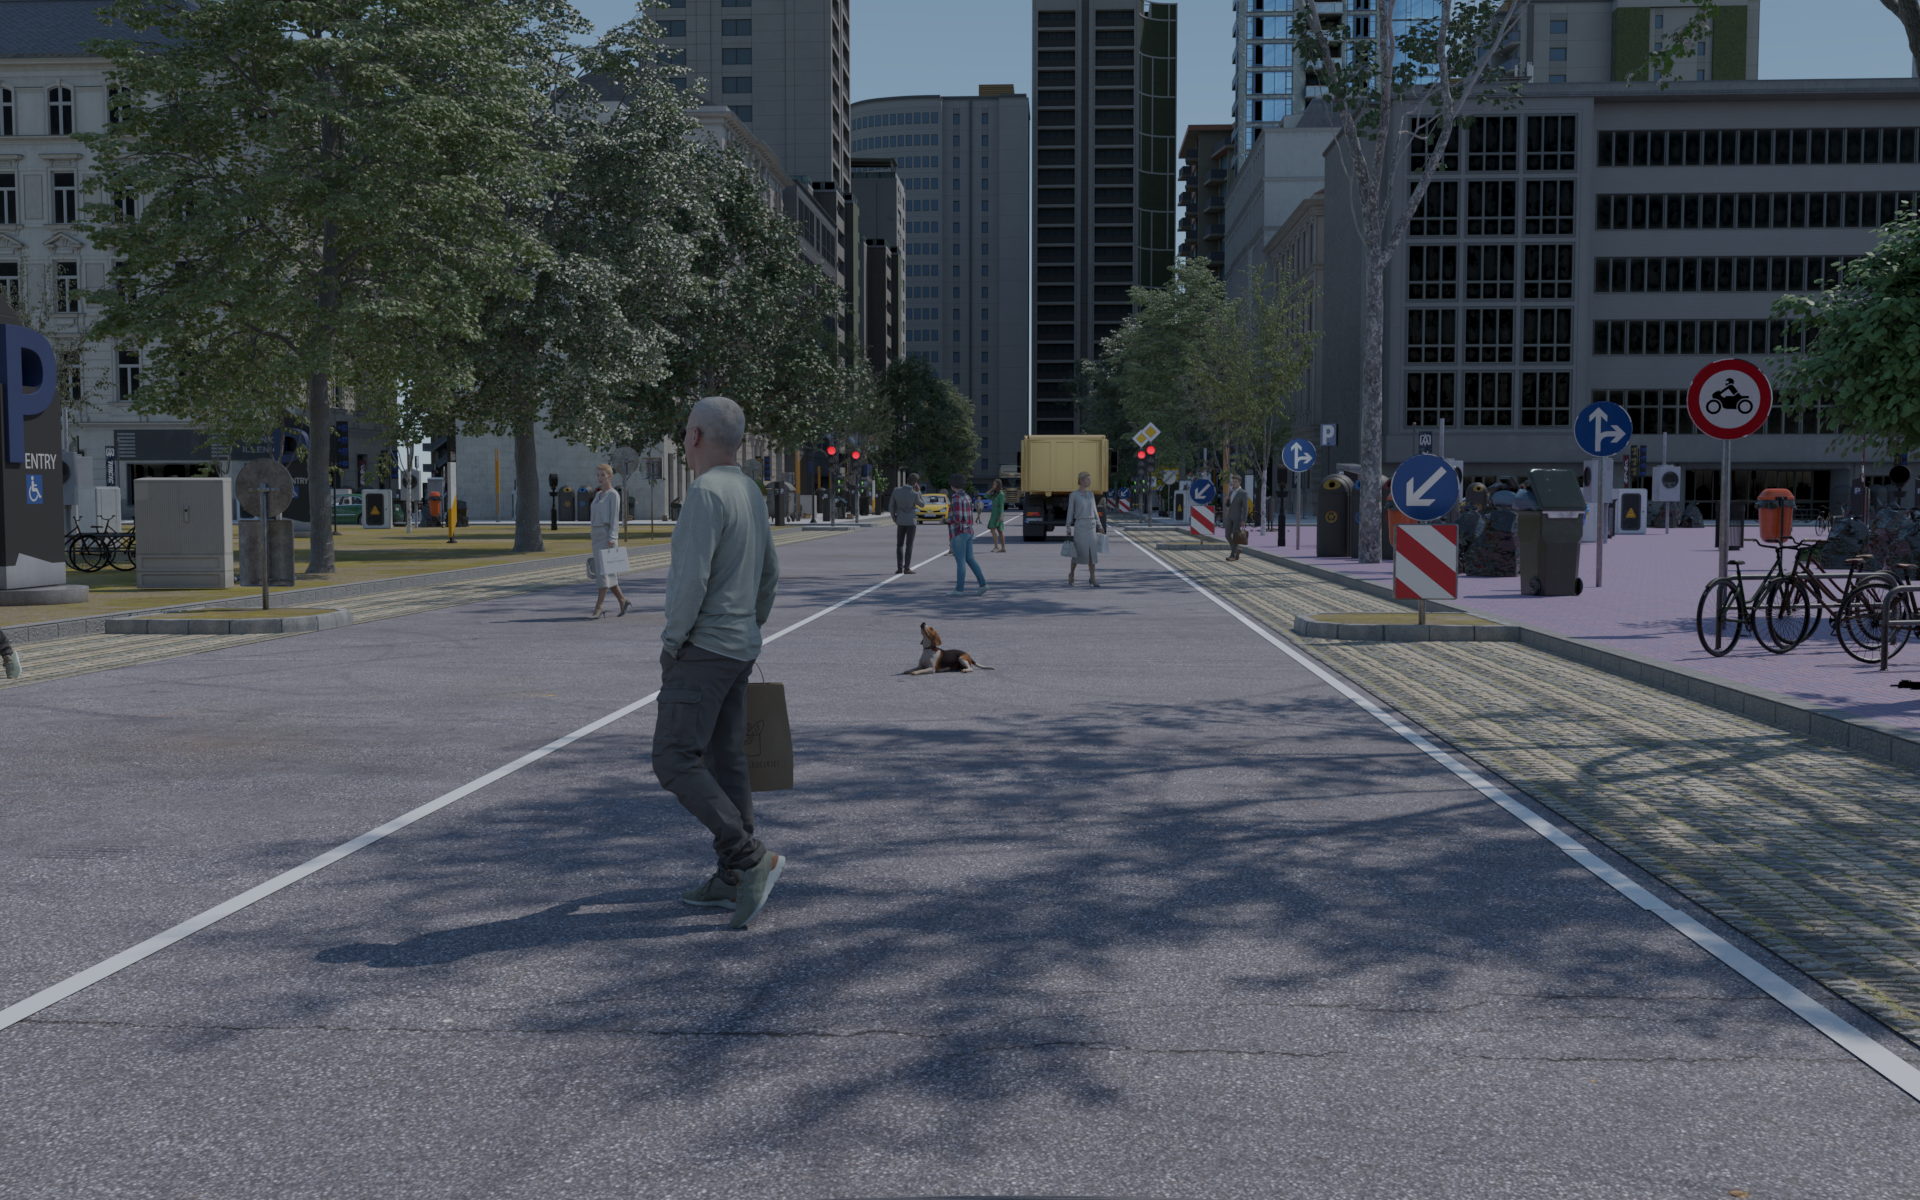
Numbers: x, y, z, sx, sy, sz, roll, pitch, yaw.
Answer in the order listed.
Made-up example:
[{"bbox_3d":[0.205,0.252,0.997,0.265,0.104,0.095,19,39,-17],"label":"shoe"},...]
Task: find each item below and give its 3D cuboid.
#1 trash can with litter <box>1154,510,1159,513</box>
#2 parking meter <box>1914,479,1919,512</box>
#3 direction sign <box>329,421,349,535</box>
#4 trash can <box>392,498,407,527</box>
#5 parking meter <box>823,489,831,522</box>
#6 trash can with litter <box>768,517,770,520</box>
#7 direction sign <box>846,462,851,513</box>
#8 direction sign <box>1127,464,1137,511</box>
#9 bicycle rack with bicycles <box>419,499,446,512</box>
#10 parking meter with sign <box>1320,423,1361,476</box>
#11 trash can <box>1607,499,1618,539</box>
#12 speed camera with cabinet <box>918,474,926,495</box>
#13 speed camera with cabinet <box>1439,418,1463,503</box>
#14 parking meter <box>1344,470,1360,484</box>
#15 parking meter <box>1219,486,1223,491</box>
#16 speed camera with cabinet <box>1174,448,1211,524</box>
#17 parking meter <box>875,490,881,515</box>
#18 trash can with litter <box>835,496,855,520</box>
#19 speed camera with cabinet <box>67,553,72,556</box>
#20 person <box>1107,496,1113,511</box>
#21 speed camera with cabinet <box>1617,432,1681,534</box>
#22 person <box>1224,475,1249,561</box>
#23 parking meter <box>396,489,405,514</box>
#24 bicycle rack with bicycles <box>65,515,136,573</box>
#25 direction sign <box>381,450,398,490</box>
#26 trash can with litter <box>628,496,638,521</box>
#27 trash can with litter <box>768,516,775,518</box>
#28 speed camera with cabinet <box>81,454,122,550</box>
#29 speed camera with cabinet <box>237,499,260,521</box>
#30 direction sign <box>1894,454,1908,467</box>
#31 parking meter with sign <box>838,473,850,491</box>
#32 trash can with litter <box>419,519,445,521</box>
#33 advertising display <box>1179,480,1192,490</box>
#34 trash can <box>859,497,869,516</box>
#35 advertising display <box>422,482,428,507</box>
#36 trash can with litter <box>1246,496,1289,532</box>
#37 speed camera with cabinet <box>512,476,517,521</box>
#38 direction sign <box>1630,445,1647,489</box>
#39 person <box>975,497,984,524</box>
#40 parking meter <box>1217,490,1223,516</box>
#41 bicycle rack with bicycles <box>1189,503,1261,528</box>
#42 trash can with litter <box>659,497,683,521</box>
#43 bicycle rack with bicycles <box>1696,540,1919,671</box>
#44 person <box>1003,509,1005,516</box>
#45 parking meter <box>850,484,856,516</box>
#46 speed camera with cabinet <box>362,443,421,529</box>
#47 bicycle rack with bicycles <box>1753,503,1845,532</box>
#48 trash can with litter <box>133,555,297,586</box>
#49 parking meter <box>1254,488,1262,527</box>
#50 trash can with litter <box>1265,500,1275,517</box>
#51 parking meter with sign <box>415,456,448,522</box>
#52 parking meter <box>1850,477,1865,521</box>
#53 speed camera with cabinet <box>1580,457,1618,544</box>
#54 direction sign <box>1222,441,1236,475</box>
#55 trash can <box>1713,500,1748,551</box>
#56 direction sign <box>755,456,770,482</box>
[{"bbox_3d":[14.318,-6.748,121.388,2.233,1.210,1.678,0,4,3],"label":"trash can with litter"},{"bbox_3d":[36.181,-3.639,65.204,0.255,1.863,0.399,-3,5,-44],"label":"parking meter"},{"bbox_3d":[-19.401,-3.774,53.704,0.876,3.537,0.379,-1,4,-12],"label":"direction sign"},{"bbox_3d":[-21.955,-3.437,67.849,0.748,1.137,0.748,0,3,0],"label":"trash can"},{"bbox_3d":[-6.217,-4.421,80.696,0.372,1.533,0.369,0,3,0],"label":"parking meter"},{"bbox_3d":[-9.701,-4.450,84.142,0.624,1.170,1.055,1,4,20],"label":"trash can with litter"},{"bbox_3d":[-7.602,-7.712,118.095,0.379,3.537,0.876,1,4,10],"label":"direction sign"},{"bbox_3d":[13.101,-8.551,131.813,0.876,3.537,0.379,-1,4,-19],"label":"direction sign"},{"bbox_3d":[-41.949,-7.476,135.608,2.852,0.926,2.925,3,5,43],"label":"bicycle rack with bicycles"},{"bbox_3d":[9.840,-2.885,43.425,1.738,3.016,0.543,-2,4,-33],"label":"parking meter with sign"},{"bbox_3d":[18.573,-2.342,49.946,0.748,1.137,0.748,0,3,0],"label":"trash can"},{"bbox_3d":[-3.931,-9.593,151.177,2.038,3.252,0.660,-3,4,-36],"label":"speed camera with cabinet"},{"bbox_3d":[12.200,-3.085,44.778,2.038,3.252,0.660,-3,5,-41],"label":"speed camera with cabinet"},{"bbox_3d":[9.475,-2.210,41.853,0.399,1.863,0.255,2,4,25],"label":"parking meter"},{"bbox_3d":[15.477,-5.914,102.400,0.399,1.863,0.255,2,4,24],"label":"parking meter"},{"bbox_3d":[10.094,-4.950,75.267,0.660,3.252,2.038,-2,4,-26],"label":"speed camera with cabinet"},{"bbox_3d":[-4.948,-5.879,104.531,0.372,1.533,0.369,0,3,0],"label":"parking meter"},{"bbox_3d":[-5.785,-4.664,87.645,1.055,1.170,0.624,2,4,24],"label":"trash can with litter"},{"bbox_3d":[-19.216,-2.512,35.413,2.038,3.252,0.660,-1,4,-19],"label":"speed camera with cabinet"},{"bbox_3d":[11.425,-7.523,131.685,0.537,1.800,0.526,3,4,36],"label":"person"},{"bbox_3d":[21.852,-3.724,55.229,2.038,3.252,0.660,0,4,-3],"label":"speed camera with cabinet"},{"bbox_3d":[5.870,-1.731,36.760,0.622,1.834,0.822,3,5,40],"label":"person"},{"bbox_3d":[-25.526,-4.322,79.078,0.372,1.533,0.369,0,3,0],"label":"parking meter"},{"bbox_3d":[-14.170,-0.967,29.193,2.925,0.926,2.852,-1,4,-8],"label":"bicycle rack with bicycles"},{"bbox_3d":[-29.461,-5.963,89.498,0.876,3.537,0.379,0,4,3],"label":"direction sign"},{"bbox_3d":[-15.809,-4.388,83.136,0.624,1.170,1.055,0,4,-8],"label":"trash can with litter"},{"bbox_3d":[-10.631,-4.894,91.072,2.233,1.210,1.678,-2,4,-32],"label":"trash can with litter"},{"bbox_3d":[-20.108,-2.790,39.950,2.038,3.252,0.660,3,5,40],"label":"speed camera with cabinet"},{"bbox_3d":[-33.135,-5.362,81.997,2.038,3.252,0.660,-1,4,-14],"label":"speed camera with cabinet"},{"bbox_3d":[41.330,-5.147,76.154,0.379,3.537,0.876,0,4,-5],"label":"direction sign"},{"bbox_3d":[-9.304,-9.113,145.253,1.738,3.016,0.543,-2,4,-29],"label":"parking meter with sign"},{"bbox_3d":[-24.982,-4.381,82.680,2.233,1.210,1.678,3,5,39],"label":"trash can with litter"},{"bbox_3d":[10.162,-4.441,77.826,0.123,1.923,0.974,-2,4,-29],"label":"advertising display"},{"bbox_3d":[-5.642,-5.517,101.854,0.748,1.137,0.748,0,3,0],"label":"trash can"},{"bbox_3d":[-29.600,-5.567,96.236,0.123,1.923,0.974,0,4,7],"label":"advertising display"},{"bbox_3d":[10.418,-2.946,59.227,1.678,1.210,2.233,1,4,23],"label":"trash can with litter"},{"bbox_3d":[-21.126,-5.430,83.111,0.660,3.252,2.038,-1,4,-19],"label":"speed camera with cabinet"},{"bbox_3d":[31.438,-5.403,80.330,0.876,3.537,0.379,-1,4,-19],"label":"direction sign"},{"bbox_3d":[0.932,-4.337,83.679,0.475,1.303,0.640,-3,5,-40],"label":"person"},{"bbox_3d":[14.054,-5.211,93.617,0.372,1.533,0.369,0,3,0],"label":"parking meter"},{"bbox_3d":[10.064,-3.230,66.199,2.925,0.926,2.852,0,4,-1],"label":"bicycle rack with bicycles"},{"bbox_3d":[-13.616,-4.293,81.574,1.055,1.170,0.624,-1,4,-16],"label":"trash can with litter"},{"bbox_3d":[7.147,-0.021,13.733,2.925,0.926,2.852,-1,4,-14],"label":"bicycle rack with bicycles"},{"bbox_3d":[2.815,-6.284,115.516,0.394,1.301,0.425,0,4,8],"label":"person"},{"bbox_3d":[-6.122,-5.782,100.239,0.399,1.863,0.255,1,4,19],"label":"parking meter"},{"bbox_3d":[-21.009,-4.261,64.006,2.038,3.252,0.660,-1,4,-10],"label":"speed camera with cabinet"},{"bbox_3d":[25.832,-2.434,53.171,2.852,0.926,2.925,3,4,37],"label":"bicycle rack with bicycles"},{"bbox_3d":[-10.839,-0.866,25.222,2.233,1.210,1.678,-2,4,-27],"label":"trash can with litter"},{"bbox_3d":[11.777,-3.654,68.161,0.372,1.533,0.369,0,3,0],"label":"parking meter"},{"bbox_3d":[16.157,-4.886,91.272,0.624,1.170,1.055,-3,5,-45],"label":"trash can with litter"},{"bbox_3d":[-23.928,-5.065,79.070,1.738,3.016,0.543,0,4,-7],"label":"parking meter with sign"},{"bbox_3d":[30.560,-3.259,58.993,0.399,1.863,0.255,3,4,36],"label":"parking meter"},{"bbox_3d":[16.555,-3.136,45.604,0.660,3.252,2.038,0,4,1],"label":"speed camera with cabinet"},{"bbox_3d":[11.575,-5.049,74.547,0.379,3.537,0.876,-2,4,-30],"label":"direction sign"},{"bbox_3d":[17.541,-1.701,39.464,0.748,1.137,0.748,0,3,0],"label":"trash can"},{"bbox_3d":[-11.761,-6.808,103.311,0.876,3.537,0.379,-1,4,-21],"label":"direction sign"}]
